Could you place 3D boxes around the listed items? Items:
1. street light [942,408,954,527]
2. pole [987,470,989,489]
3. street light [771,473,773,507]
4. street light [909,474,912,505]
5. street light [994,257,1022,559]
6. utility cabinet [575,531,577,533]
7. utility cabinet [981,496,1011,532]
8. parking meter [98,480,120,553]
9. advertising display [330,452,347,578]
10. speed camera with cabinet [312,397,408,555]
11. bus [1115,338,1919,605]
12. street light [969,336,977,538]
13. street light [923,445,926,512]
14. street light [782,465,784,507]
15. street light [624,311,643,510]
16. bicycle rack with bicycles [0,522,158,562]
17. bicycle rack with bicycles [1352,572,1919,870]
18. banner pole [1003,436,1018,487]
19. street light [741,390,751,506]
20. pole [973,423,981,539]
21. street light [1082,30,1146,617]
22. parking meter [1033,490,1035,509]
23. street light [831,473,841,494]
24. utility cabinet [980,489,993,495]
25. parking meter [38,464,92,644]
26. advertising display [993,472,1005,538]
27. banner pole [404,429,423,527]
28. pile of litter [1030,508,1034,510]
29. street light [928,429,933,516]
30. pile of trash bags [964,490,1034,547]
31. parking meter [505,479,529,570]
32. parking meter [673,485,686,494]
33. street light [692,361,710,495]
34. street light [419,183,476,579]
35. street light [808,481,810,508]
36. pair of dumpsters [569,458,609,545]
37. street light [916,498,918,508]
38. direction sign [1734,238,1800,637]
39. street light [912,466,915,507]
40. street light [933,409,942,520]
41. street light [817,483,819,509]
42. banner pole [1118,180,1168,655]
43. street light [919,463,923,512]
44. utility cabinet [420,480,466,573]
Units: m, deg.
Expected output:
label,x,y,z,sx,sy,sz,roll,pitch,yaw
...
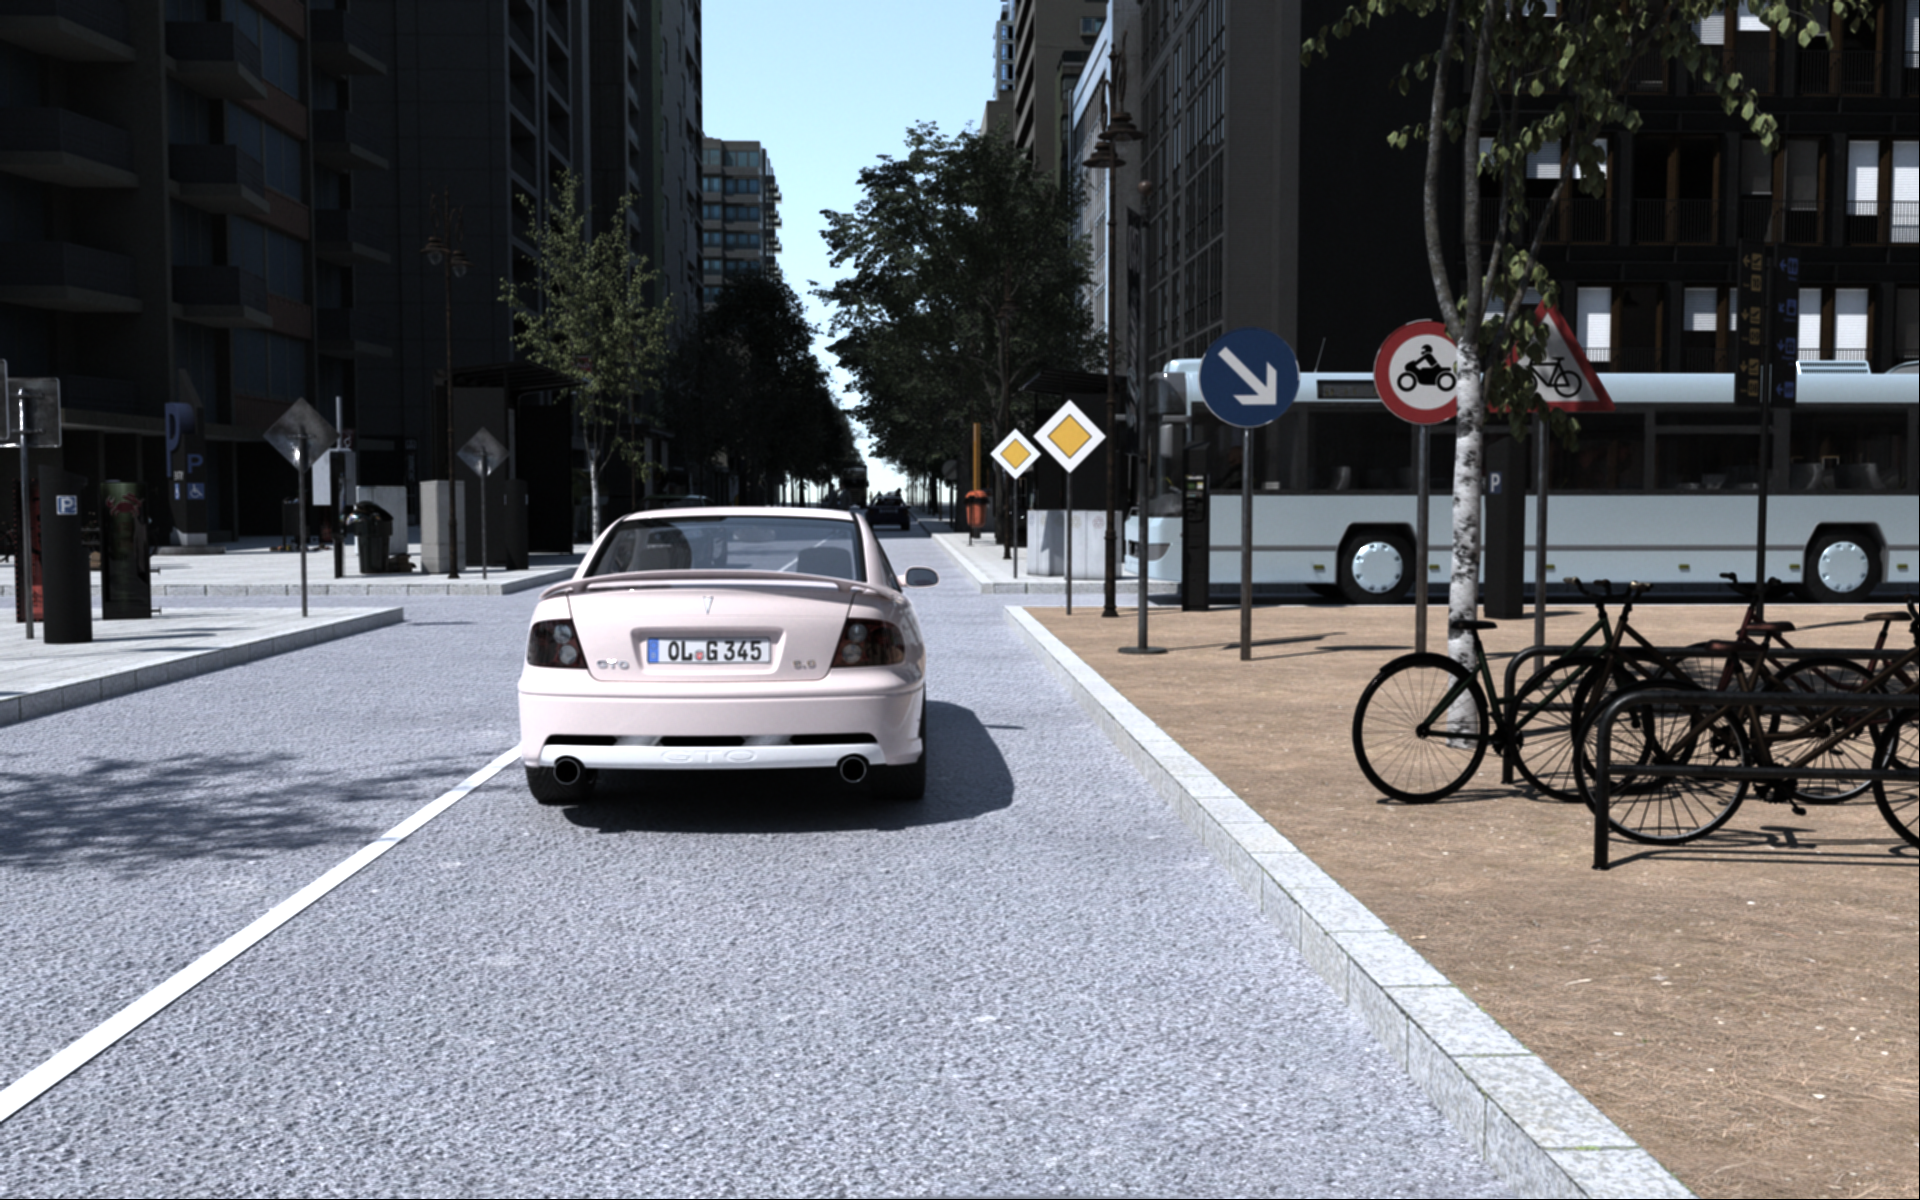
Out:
label,x,y,z,sx,sy,sz,roll,pitch,yaw
street light,-0.333,-5.795,67.544,0.468,5.910,1.993,0,4,-2
pole,1.487,-6.132,94.104,0.158,3.312,0.155,0,3,0
street light,-10.189,-7.403,93.819,0.468,5.910,1.993,0,4,-2
street light,-4.725,-12.514,177.399,0.468,5.910,1.993,0,4,-2
street light,0.936,-3.746,34.029,0.468,5.910,1.993,0,4,-2
utility cabinet,-12.563,-2.837,57.540,1.020,1.237,0.306,2,4,32
utility cabinet,1.217,-2.894,58.484,1.020,1.237,0.306,0,4,3
parking meter,-14.934,-1.349,30.469,0.372,1.533,0.369,0,3,0
advertising display,-9.580,-1.315,26.710,0.123,1.923,0.974,-1,4,-13
speed camera with cabinet,-12.445,-2.545,35.939,0.660,3.252,2.038,2,4,28
bus,8.061,-1.728,23.109,13.247,3.499,2.948,0,4,-2
street light,0.364,-4.771,50.798,0.468,5.910,1.993,0,4,-2
street light,-1.934,-8.357,109.420,0.468,5.910,1.993,0,4,-2
street light,-10.507,-7.943,102.653,0.468,5.910,1.993,0,4,-2
street light,-8.237,-4.334,43.651,0.468,5.910,1.993,0,4,-2
bicycle rack with bicycles,-17.095,-1.231,33.509,2.925,0.926,2.852,-1,4,-13
bicycle rack with bicycles,3.041,0.402,6.813,2.925,0.926,2.852,1,4,9
banner pole,2.090,-5.058,72.714,0.863,3.779,0.401,2,4,25
street light,-9.578,-6.387,77.218,0.468,5.910,1.993,0,4,-2
pole,0.489,-3.417,49.717,0.158,3.312,0.155,0,3,0
street light,1.569,-2.761,17.925,0.468,5.910,1.993,0,4,-2
parking meter,3.731,-4.617,83.896,0.372,1.533,0.369,0,3,0
street light,-14.524,-14.053,202.547,0.468,5.910,1.993,0,4,-2
utility cabinet,0.740,-3.751,70.000,1.173,1.500,0.318,2,4,26
parking meter,-7.717,-0.400,14.943,0.372,1.533,0.369,0,3,0
advertising display,1.196,-2.792,50.856,0.123,1.923,0.974,1,4,22
banner pole,-20.980,-4.696,66.789,0.863,3.779,0.401,-1,4,-17
pile of litter,2.408,-2.508,54.965,1.176,0.858,1.719,-2,4,-34
street light,-1.540,-7.842,101.012,0.468,5.910,1.993,0,4,-2
pile of trash bags,1.535,-1.996,42.389,3.447,1.369,1.912,3,4,36
parking meter,-7.503,-1.278,29.307,0.372,1.533,0.369,0,3,0
parking meter,-8.112,-2.551,50.113,0.372,1.533,0.369,0,3,0
street light,-9.008,-5.349,60.244,0.468,5.910,1.993,0,4,-2
street light,-7.695,-3.264,26.147,0.468,5.910,1.993,0,4,-2
street light,-11.873,-9.991,136.140,0.468,5.910,1.993,0,4,-2
pair of dumpsters,-10.391,-2.646,45.762,1.574,2.255,4.437,0,4,-2
street light,-3.290,-10.435,143.392,0.468,5.910,1.993,0,4,-2
direction sign,7.273,-1.447,15.660,0.876,3.537,0.379,-2,4,-32
street light,-3.976,-11.453,160.044,0.468,5.910,1.993,0,4,-2
street light,-0.956,-6.827,84.411,0.468,5.910,1.993,0,4,-2
street light,-12.531,-11.006,152.737,0.468,5.910,1.993,0,4,-2
banner pole,1.406,-1.449,13.704,0.401,3.779,0.863,1,4,19
street light,-2.673,-9.419,126.793,0.468,5.910,1.993,0,4,-2
utility cabinet,-8.425,-1.194,28.201,0.318,1.500,1.173,0,4,5
